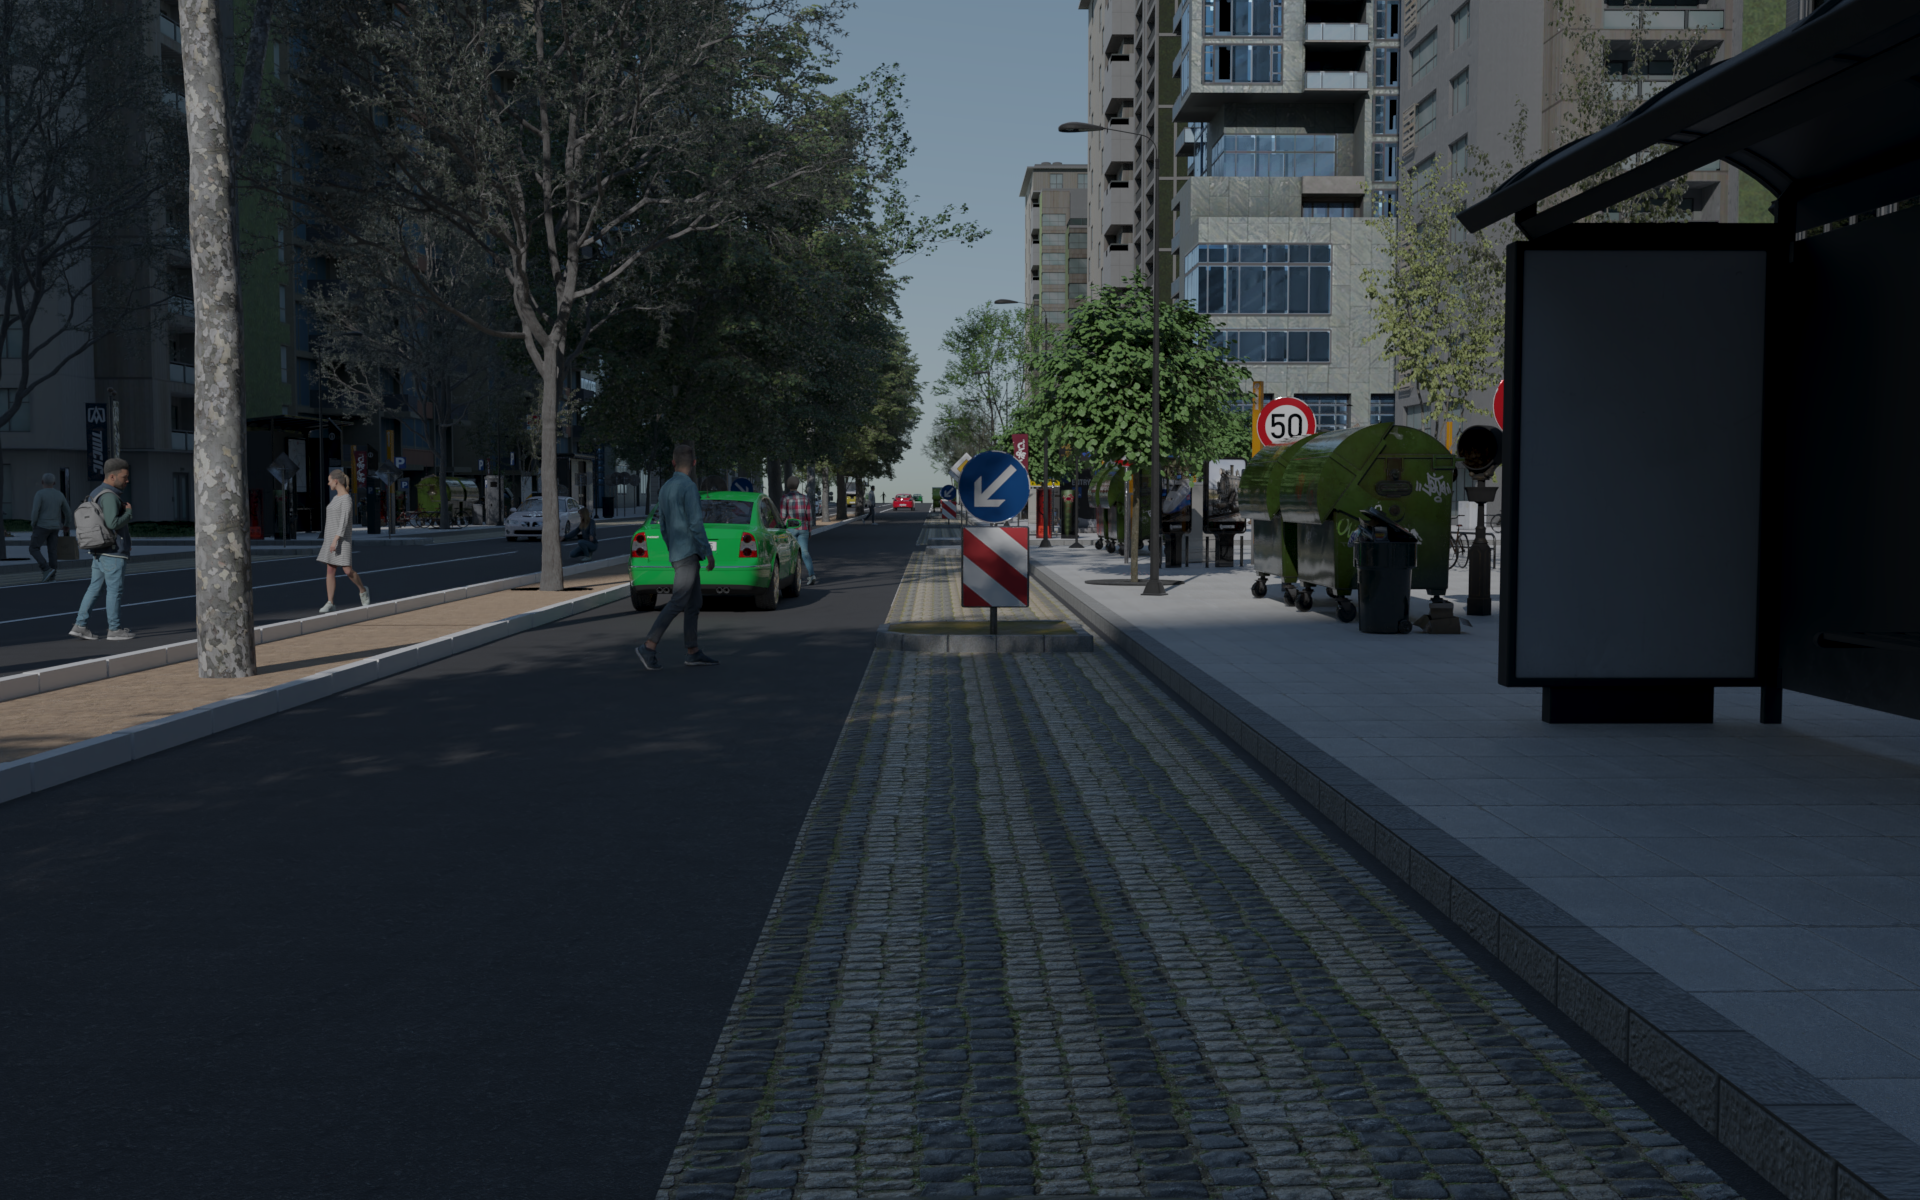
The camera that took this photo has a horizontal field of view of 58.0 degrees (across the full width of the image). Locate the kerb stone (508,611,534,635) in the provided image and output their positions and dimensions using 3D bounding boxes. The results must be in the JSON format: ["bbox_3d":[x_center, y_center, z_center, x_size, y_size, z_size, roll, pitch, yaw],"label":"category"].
[{"bbox_3d":[-4.642,0.254,18.050,0.120,0.150,1.000,0,4,-1],"label":"kerb stone"}]

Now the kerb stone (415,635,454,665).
[{"bbox_3d":[-4.594,0.444,14.972,0.120,0.150,1.000,0,4,-1],"label":"kerb stone"}]

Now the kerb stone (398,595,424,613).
[{"bbox_3d":[-6.779,0.065,21.131,0.120,0.150,1.000,0,4,-1],"label":"kerb stone"}]

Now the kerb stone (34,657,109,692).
[{"bbox_3d":[-6.673,0.566,12.934,0.120,0.150,1.000,0,4,-1],"label":"kerb stone"}]

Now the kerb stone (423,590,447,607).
[{"bbox_3d":[-6.800,0.003,22.153,0.120,0.150,1.000,0,4,-1],"label":"kerb stone"}]

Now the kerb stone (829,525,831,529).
[{"bbox_3d":[-5.335,-2.849,68.833,0.120,0.150,1.000,0,4,-1],"label":"kerb stone"}]

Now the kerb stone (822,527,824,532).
[{"bbox_3d":[-5.278,-2.602,64.740,0.120,0.150,1.000,0,4,-1],"label":"kerb stone"}]

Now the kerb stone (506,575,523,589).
[{"bbox_3d":[-6.850,-0.248,26.253,0.120,0.150,1.000,0,4,-1],"label":"kerb stone"}]

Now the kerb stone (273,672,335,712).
[{"bbox_3d":[-4.545,0.637,11.889,0.120,0.150,1.000,0,4,-1],"label":"kerb stone"}]

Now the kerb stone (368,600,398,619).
[{"bbox_3d":[-6.770,0.128,20.103,0.120,0.150,1.000,0,4,-1],"label":"kerb stone"}]

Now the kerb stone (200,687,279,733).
[{"bbox_3d":[-4.538,0.693,10.866,0.120,0.150,1.000,0,4,-1],"label":"kerb stone"}]

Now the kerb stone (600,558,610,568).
[{"bbox_3d":[-6.953,-0.686,33.429,0.120,0.150,1.000,0,4,-1],"label":"kerb stone"}]

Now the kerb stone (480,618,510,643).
[{"bbox_3d":[-4.629,0.317,17.018,0.120,0.150,1.000,0,4,-1],"label":"kerb stone"}]

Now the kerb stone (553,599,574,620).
[{"bbox_3d":[-4.668,0.129,20.094,0.120,0.150,1.000,0,4,-1],"label":"kerb stone"}]

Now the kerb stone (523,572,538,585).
[{"bbox_3d":[-6.866,-0.311,27.279,0.120,0.150,1.000,0,4,-1],"label":"kerb stone"}]

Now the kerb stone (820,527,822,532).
[{"bbox_3d":[-5.261,-2.535,63.718,0.120,0.150,1.000,0,4,-1],"label":"kerb stone"}]

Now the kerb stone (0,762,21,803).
[{"bbox_3d":[-4.504,0.882,7.795,0.120,0.150,1.000,0,4,-1],"label":"kerb stone"}]

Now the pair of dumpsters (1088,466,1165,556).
[{"bbox_3d":[3.764,-2.160,37.808,1.574,2.255,4.437,0,4,-1],"label":"pair of dumpsters"}]

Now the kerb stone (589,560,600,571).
[{"bbox_3d":[-6.935,-0.622,32.406,0.120,0.150,1.000,0,4,-1],"label":"kerb stone"}]

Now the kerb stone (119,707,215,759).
[{"bbox_3d":[-4.522,0.759,9.843,0.120,0.150,1.000,0,4,-1],"label":"kerb stone"}]

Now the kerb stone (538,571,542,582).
[{"bbox_3d":[-6.878,-0.373,28.301,0.120,0.150,1.000,0,4,-1],"label":"kerb stone"}]

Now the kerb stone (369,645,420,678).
[{"bbox_3d":[-4.580,0.504,13.947,0.120,0.150,1.000,0,4,-1],"label":"kerb stone"}]

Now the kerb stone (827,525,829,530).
[{"bbox_3d":[-5.318,-2.790,67.807,0.120,0.150,1.000,0,4,-1],"label":"kerb stone"}]

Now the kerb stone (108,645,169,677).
[{"bbox_3d":[-6.678,0.506,13.956,0.120,0.150,1.000,0,4,-1],"label":"kerb stone"}]

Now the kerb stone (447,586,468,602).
[{"bbox_3d":[-6.810,-0.060,23.178,0.120,0.150,1.000,0,4,-1],"label":"kerb stone"}]

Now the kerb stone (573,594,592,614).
[{"bbox_3d":[-4.672,0.066,21.116,0.120,0.150,1.000,0,4,-1],"label":"kerb stone"}]

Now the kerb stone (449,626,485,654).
[{"bbox_3d":[-4.606,0.379,15.996,0.120,0.150,1.000,0,4,-1],"label":"kerb stone"}]

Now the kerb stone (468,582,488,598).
[{"bbox_3d":[-6.819,-0.123,24.209,0.120,0.150,1.000,0,4,-1],"label":"kerb stone"}]

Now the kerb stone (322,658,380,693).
[{"bbox_3d":[-4.569,0.571,12.920,0.120,0.150,1.000,0,4,-1],"label":"kerb stone"}]

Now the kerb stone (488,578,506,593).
[{"bbox_3d":[-6.836,-0.186,25.231,0.120,0.150,1.000,0,4,-1],"label":"kerb stone"}]

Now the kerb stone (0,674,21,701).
[{"bbox_3d":[-6.656,0.633,11.911,0.120,0.150,1.000,0,4,-1],"label":"kerb stone"}]

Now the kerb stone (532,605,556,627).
[{"bbox_3d":[-4.649,0.191,19.072,0.120,0.150,1.000,0,4,-1],"label":"kerb stone"}]

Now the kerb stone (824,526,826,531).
[{"bbox_3d":[-5.295,-2.662,65.762,0.120,0.150,1.000,0,4,-1],"label":"kerb stone"}]

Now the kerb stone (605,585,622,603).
[{"bbox_3d":[-4.704,-0.059,23.170,0.120,0.150,1.000,0,4,-1],"label":"kerb stone"}]

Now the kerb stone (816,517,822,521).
[{"bbox_3d":[-7.813,-4.534,96.434,0.120,0.150,1.000,0,4,-1],"label":"kerb stone"}]

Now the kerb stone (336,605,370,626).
[{"bbox_3d":[-6.754,0.191,19.079,0.120,0.150,1.000,0,4,-1],"label":"kerb stone"}]

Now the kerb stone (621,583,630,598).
[{"bbox_3d":[-4.728,-0.122,24.192,0.120,0.150,1.000,0,4,-1],"label":"kerb stone"}]

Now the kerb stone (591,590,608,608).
[{"bbox_3d":[-4.692,0.003,22.144,0.120,0.150,1.000,0,4,-1],"label":"kerb stone"}]

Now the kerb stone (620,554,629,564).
[{"bbox_3d":[-6.980,-0.812,35.478,0.120,0.150,1.000,0,4,-1],"label":"kerb stone"}]

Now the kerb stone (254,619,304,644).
[{"bbox_3d":[-6.726,0.316,17.033,0.120,0.150,1.000,0,4,-1],"label":"kerb stone"}]

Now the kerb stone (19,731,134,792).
[{"bbox_3d":[-4.513,0.824,8.817,0.120,0.150,1.000,0,4,-1],"label":"kerb stone"}]

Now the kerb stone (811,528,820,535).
[{"bbox_3d":[-5.248,-2.476,62.678,0.120,0.150,1.000,0,4,-1],"label":"kerb stone"}]

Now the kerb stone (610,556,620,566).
[{"bbox_3d":[-6.958,-0.749,34.456,0.120,0.150,1.000,0,4,-1],"label":"kerb stone"}]

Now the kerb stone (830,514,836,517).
[{"bbox_3d":[-7.989,-5.294,108.760,0.120,0.150,1.000,0,4,-1],"label":"kerb stone"}]

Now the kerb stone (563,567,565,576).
[{"bbox_3d":[-6.897,-0.436,29.328,0.120,0.150,1.000,0,4,-1],"label":"kerb stone"}]

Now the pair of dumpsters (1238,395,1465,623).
[{"bbox_3d":[4.232,-1.021,19.183,1.574,2.255,4.437,0,4,-1],"label":"pair of dumpsters"}]

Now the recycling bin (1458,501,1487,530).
[{"bbox_3d":[18.235,-3.002,61.644,0.722,1.027,0.722,-1,4,-20],"label":"recycling bin"}]

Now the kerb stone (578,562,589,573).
[{"bbox_3d":[-6.924,-0.562,31.383,0.120,0.150,1.000,0,4,-1],"label":"kerb stone"}]

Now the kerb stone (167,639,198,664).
[{"bbox_3d":[-6.693,0.443,14.978,0.120,0.150,1.000,0,4,-1],"label":"kerb stone"}]

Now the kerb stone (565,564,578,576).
[{"bbox_3d":[-6.912,-0.499,30.358,0.120,0.150,1.000,0,4,-1],"label":"kerb stone"}]

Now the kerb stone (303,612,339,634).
[{"bbox_3d":[-6.735,0.257,18.057,0.120,0.150,1.000,0,4,-1],"label":"kerb stone"}]

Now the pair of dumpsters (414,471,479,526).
[{"bbox_3d":[-21.038,-4.190,70.999,1.574,2.255,4.437,0,4,-1],"label":"pair of dumpsters"}]
